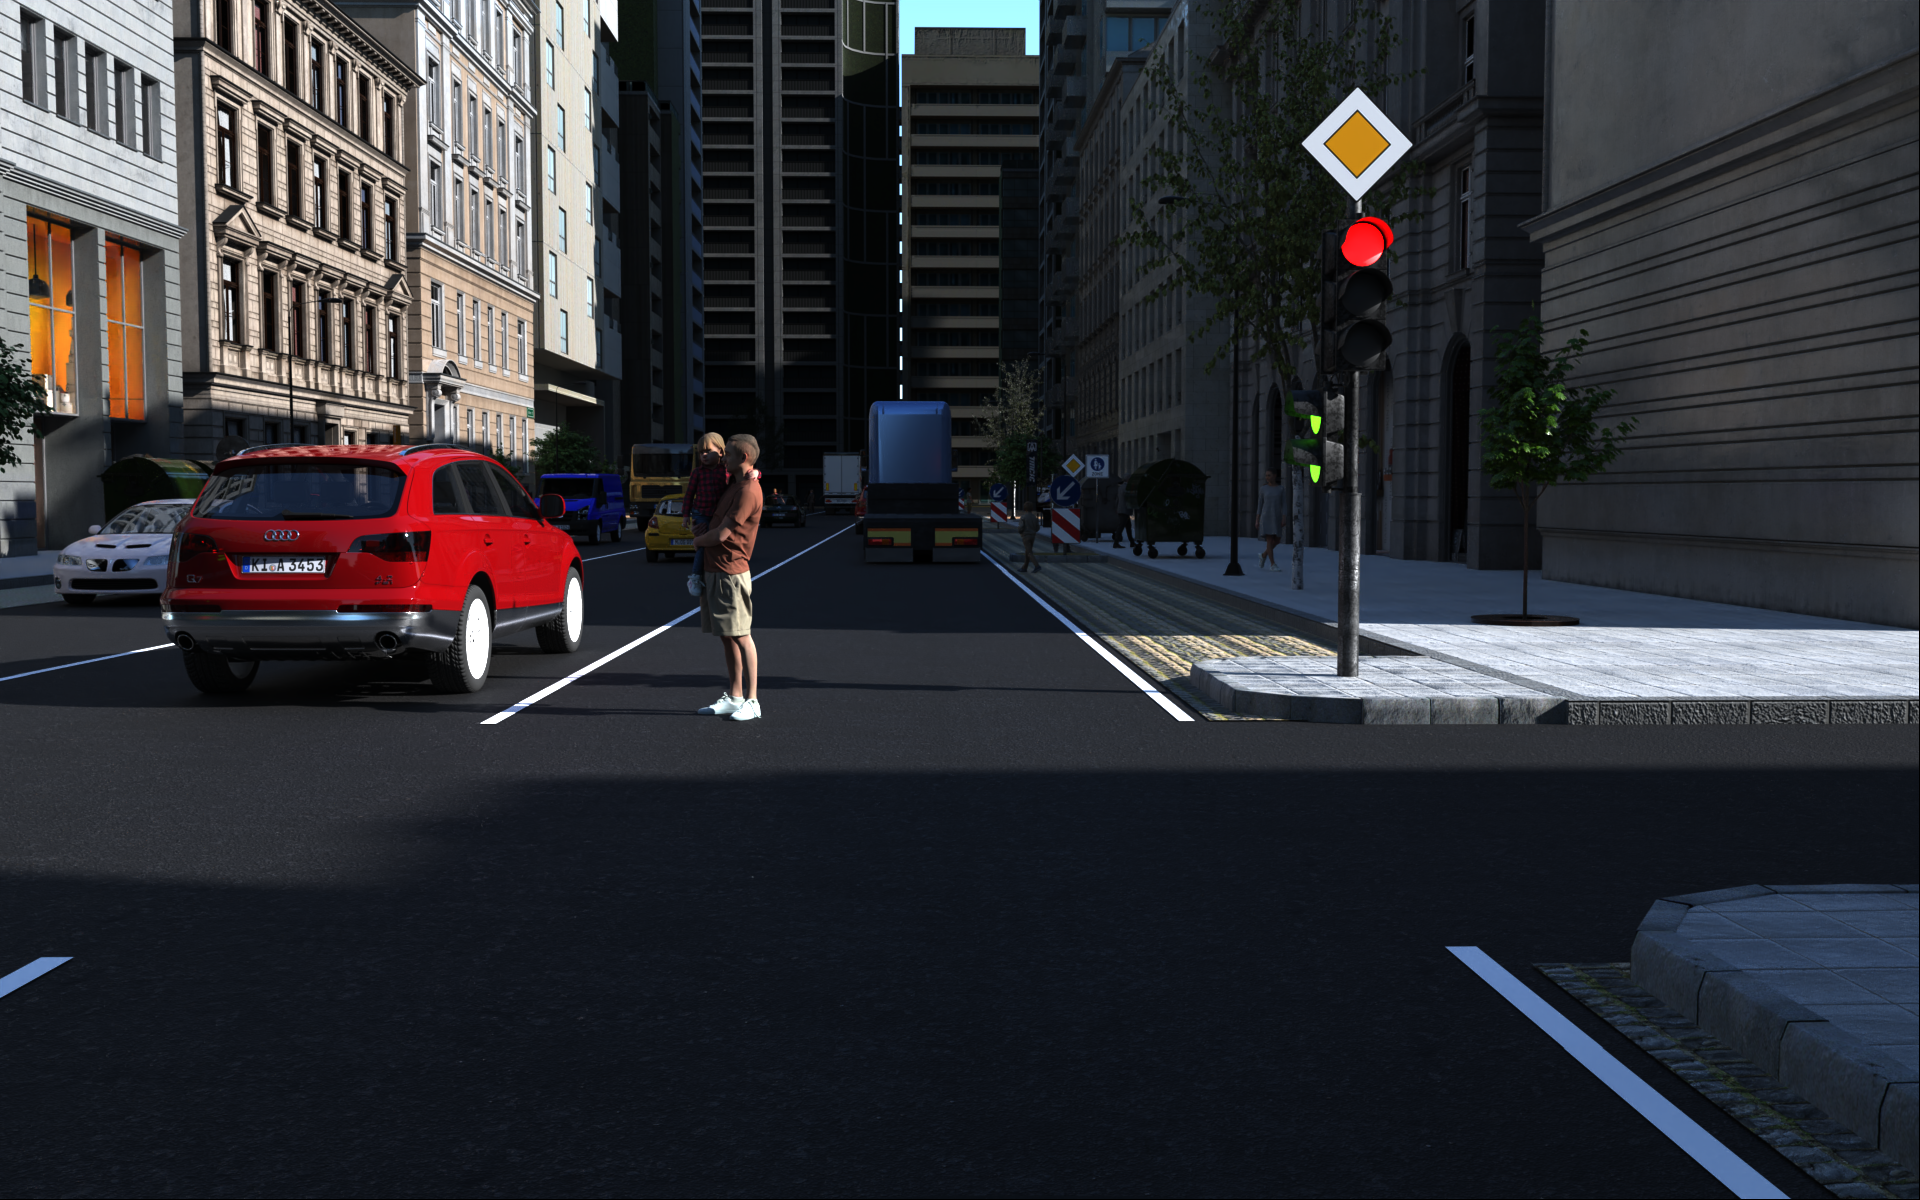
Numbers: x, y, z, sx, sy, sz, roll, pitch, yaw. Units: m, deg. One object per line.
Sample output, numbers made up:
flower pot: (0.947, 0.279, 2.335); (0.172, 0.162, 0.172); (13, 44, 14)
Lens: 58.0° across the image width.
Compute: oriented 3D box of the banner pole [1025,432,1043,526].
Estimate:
banner pole: (3.064, -4.887, 69.915); (0.863, 3.779, 0.401); (1, 4, 12)

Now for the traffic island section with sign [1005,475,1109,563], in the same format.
traffic island section with sign: (2.069, -1.724, 36.808); (1.989, 1.847, 2.006); (0, 4, -2)

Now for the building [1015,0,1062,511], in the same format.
building: (14.874, -42.557, 134.057); (20.563, 71.187, 20.611); (0, 4, -2)

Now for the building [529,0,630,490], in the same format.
building: (-34.901, -31.217, 99.642); (28.713, 52.752, 27.495); (0, 4, -2)

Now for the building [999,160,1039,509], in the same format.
building: (10.337, -23.295, 152.568); (14.160, 30.474, 14.107); (0, 4, -2)

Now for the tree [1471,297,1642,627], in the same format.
tree: (5.540, -1.375, 17.077); (1.663, 3.219, 1.824); (0, 3, 0)

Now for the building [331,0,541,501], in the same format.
building: (-26.515, -17.602, 73.698); (13.634, 28.700, 20.117); (0, 4, -2)

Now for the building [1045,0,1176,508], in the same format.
building: (17.084, -29.951, 109.300); (23.786, 49.044, 30.456); (0, 4, -2)

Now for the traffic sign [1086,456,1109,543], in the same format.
traffic sign: (3.575, -2.630, 45.127); (0.606, 2.300, 0.079); (0, 4, 1)

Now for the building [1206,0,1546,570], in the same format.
building: (14.280, -12.136, 40.224); (13.314, 21.916, 24.055); (0, 4, -2)

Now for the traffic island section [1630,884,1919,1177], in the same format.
traffic island section: (2.985, 1.104, 4.237); (2.009, 0.180, 2.903); (0, 4, -2)

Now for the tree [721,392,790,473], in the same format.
tree: (-18.980, -13.647, 157.540); (7.601, 10.594, 8.767); (0, 4, 6)

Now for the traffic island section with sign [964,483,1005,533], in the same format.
traffic island section with sign: (1.278, -3.382, 63.917); (1.989, 1.847, 2.006); (0, 4, -2)

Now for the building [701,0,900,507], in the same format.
building: (-16.700, -45.516, 182.435); (20.611, 71.187, 20.563); (0, 4, -2)

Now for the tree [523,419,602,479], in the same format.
tree: (-17.471, -5.658, 76.216); (4.285, 4.588, 4.351); (0, 3, 0)

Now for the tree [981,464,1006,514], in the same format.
tree: (2.205, -7.049, 109.854); (1.663, 3.219, 1.824); (0, 3, 0)

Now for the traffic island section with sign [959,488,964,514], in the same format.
traffic island section with sign: (-0.162, -6.475, 114.502); (1.989, 1.847, 2.006); (0, 4, -2)

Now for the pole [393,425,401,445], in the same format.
pole: (-16.657, -3.515, 51.313); (0.158, 3.312, 0.155); (0, 3, 0)

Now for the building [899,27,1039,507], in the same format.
building: (4.372, -34.306, 184.604); (21.600, 48.544, 21.300); (0, 4, -2)

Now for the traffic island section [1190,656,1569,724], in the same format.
traffic island section: (2.757, 0.615, 12.219); (2.009, 0.180, 2.903); (0, 4, -2)

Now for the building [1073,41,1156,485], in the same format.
building: (10.794, -14.004, 78.117); (9.793, 20.994, 18.267); (0, 4, -2)

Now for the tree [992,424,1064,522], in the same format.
tree: (3.188, -5.970, 81.317); (4.285, 4.588, 4.351); (0, 3, 0)

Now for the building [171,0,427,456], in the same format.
building: (-24.423, -11.568, 53.771); (10.561, 19.102, 19.286); (0, 4, -2)

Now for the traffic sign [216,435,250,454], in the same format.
traffic sign: (-15.712, -2.286, 37.481); (0.768, 2.556, 0.104); (0, 4, 1)

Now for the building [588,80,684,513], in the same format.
building: (-27.426, -21.389, 121.414); (14.160, 30.474, 14.107); (0, 4, -2)

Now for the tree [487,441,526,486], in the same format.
tree: (-16.805, -4.210, 63.437); (1.663, 3.219, 1.824); (0, 3, 0)

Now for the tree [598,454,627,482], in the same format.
tree: (-17.276, -5.490, 84.358); (1.663, 3.219, 1.824); (0, 3, 0)

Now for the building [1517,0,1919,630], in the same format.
building: (18.633, -11.288, 20.721); (21.152, 22.565, 11.583); (0, 4, -2)

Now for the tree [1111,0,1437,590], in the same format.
tree: (4.364, -4.435, 22.879); (4.737, 8.622, 4.395); (0, 3, 0)

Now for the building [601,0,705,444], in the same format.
building: (-36.508, -37.034, 147.510); (28.212, 58.520, 21.231); (0, 4, -2)

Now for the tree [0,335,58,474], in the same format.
tree: (-16.068, -2.660, 27.207); (4.285, 4.588, 4.351); (0, 3, 0)

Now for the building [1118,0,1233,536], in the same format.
building: (11.770, -12.592, 60.628); (10.420, 20.320, 16.860); (0, 4, -2)

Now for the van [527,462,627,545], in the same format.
van: (-11.075, -2.803, 50.214); (2.240, 2.365, 5.245); (0, 4, -1)

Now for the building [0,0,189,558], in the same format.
building: (-24.534, -15.328, 28.109); (11.434, 29.767, 29.804); (0, 4, -2)

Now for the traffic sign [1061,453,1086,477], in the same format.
traffic sign: (3.688, -3.446, 56.078); (0.795, 2.593, 0.064); (0, 4, 7)

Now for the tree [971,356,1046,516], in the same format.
tree: (2.790, -8.677, 92.233); (4.360, 8.622, 3.978); (0, 3, 0)
